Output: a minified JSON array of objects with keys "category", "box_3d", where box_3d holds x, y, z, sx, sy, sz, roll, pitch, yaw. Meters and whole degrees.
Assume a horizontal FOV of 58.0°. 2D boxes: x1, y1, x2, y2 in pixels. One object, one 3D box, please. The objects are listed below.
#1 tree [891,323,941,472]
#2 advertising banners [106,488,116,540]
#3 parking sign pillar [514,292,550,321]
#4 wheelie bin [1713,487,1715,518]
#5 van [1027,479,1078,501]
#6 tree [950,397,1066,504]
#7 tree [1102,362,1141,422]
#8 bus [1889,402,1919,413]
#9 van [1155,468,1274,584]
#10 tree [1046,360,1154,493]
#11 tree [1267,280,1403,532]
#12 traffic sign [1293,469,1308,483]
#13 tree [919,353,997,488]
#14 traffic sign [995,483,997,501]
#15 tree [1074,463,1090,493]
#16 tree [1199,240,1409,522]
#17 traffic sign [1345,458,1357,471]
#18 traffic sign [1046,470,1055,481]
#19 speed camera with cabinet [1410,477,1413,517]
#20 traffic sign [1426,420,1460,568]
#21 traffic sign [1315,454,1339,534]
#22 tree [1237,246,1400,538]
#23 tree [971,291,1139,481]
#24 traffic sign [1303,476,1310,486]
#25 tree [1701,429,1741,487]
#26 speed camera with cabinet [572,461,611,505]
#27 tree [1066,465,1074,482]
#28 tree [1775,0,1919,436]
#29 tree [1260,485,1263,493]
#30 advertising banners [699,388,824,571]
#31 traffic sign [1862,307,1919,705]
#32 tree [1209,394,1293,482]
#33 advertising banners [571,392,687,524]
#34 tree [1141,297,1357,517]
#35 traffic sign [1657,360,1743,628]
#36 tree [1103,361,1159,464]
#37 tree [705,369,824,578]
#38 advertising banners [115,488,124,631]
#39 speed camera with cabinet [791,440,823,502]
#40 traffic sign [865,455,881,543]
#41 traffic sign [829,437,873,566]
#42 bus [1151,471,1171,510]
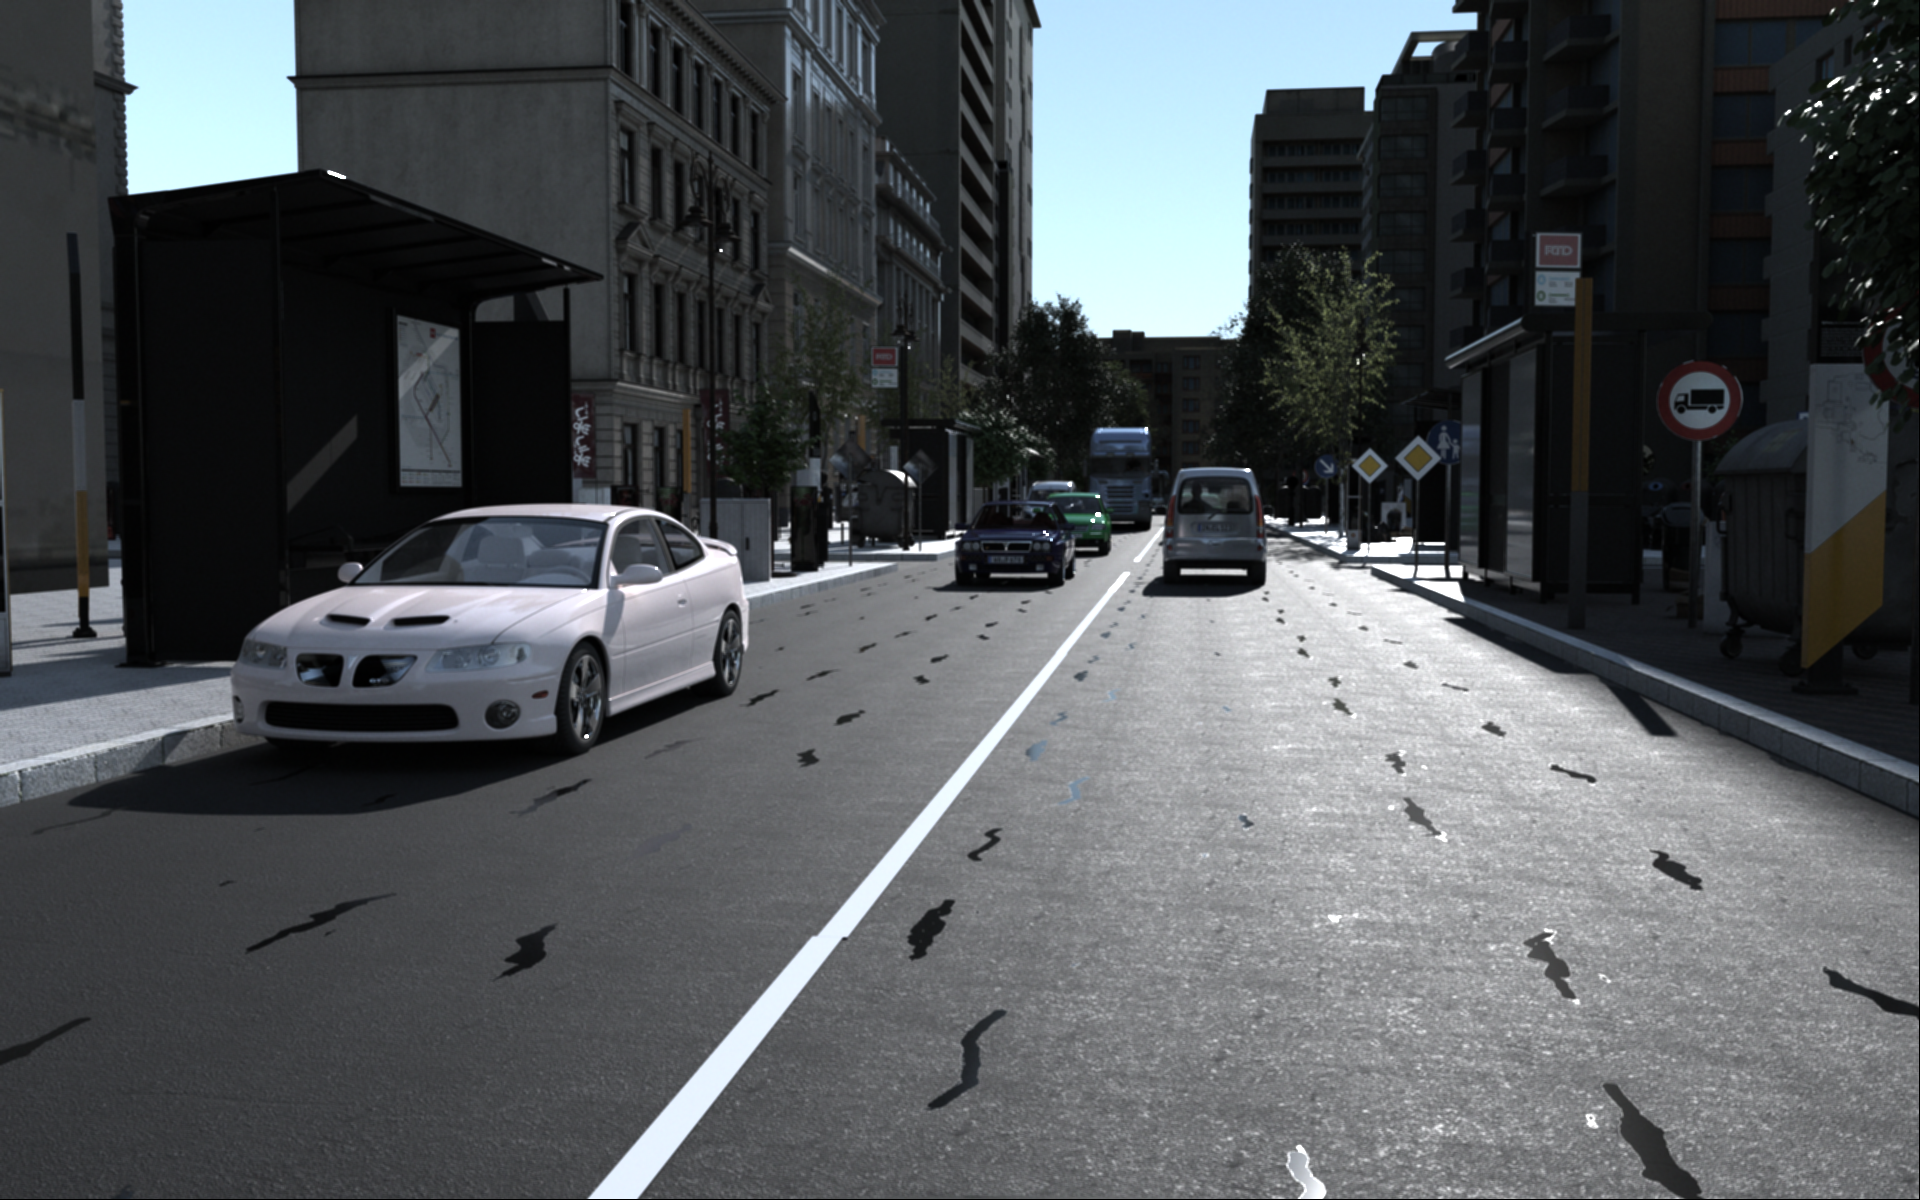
[{"category":"tree","box_3d":[-2.542,-7.436,71.945,4.737,8.622,4.395,0,3,0]},{"category":"advertising banners","box_3d":[-23.772,-3.183,48.232,2.074,3.025,0.090,0,4,2]},{"category":"parking sign pillar","box_3d":[-5.055,-1.935,20.112,1.447,3.967,1.447,-2,4,-29]},{"category":"wheelie bin","box_3d":[21.859,-2.557,49.717,0.693,1.594,0.980,3,5,40]},{"category":"van","box_3d":[2.840,-2.858,53.735,2.013,2.044,4.112,0,4,8]},{"category":"tree","box_3d":[0.822,-4.602,58.957,4.285,4.588,4.351,0,3,0]},{"category":"tree","box_3d":[14.812,-15.213,159.105,12.009,13.543,11.850,0,3,0]},{"category":"bus","box_3d":[23.206,-2.442,31.476,12.252,3.916,2.896,0,4,6]},{"category":"van","box_3d":[4.278,-1.352,29.121,2.013,2.044,4.112,0,4,8]},{"category":"tree","box_3d":[8.257,-10.833,111.529,8.767,10.594,7.601,0,4,3]},{"category":"tree","box_3d":[12.764,-6.637,58.877,4.737,8.622,4.395,0,3,0]},{"category":"traffic sign","box_3d":[16.625,-5.168,84.607,0.768,2.556,0.104,1,4,17]},{"category":"tree","box_3d":[-0.133,-8.521,89.677,4.360,8.622,3.978,0,3,0]},{"category":"traffic sign","box_3d":[1.409,-4.146,67.787,0.884,2.594,0.081,1,4,15]},{"category":"tree","box_3d":[8.474,-8.460,122.031,4.285,4.588,4.351,0,3,0]},{"category":"tree","box_3d":[15.483,-9.867,78.332,9.611,12.733,9.660,0,3,0]},{"category":"traffic sign","box_3d":[14.045,-3.776,61.839,0.768,2.556,0.104,1,4,15]},{"category":"traffic sign","box_3d":[4.327,-5.265,86.180,0.768,2.556,0.104,1,4,15]},{"category":"speed camera with cabinet","box_3d":[25.415,-6.261,96.706,0.660,3.252,2.038,3,5,41]},{"category":"traffic sign","box_3d":[8.412,-1.819,29.850,0.768,2.556,0.104,1,4,9]},{"category":"traffic sign","box_3d":[11.769,-3.394,55.598,0.768,2.556,0.104,1,4,16]},{"category":"tree","box_3d":[10.970,-6.128,50.557,4.360,8.622,3.978,0,3,0]},{"category":"tree","box_3d":[5.409,-11.078,98.138,9.611,12.733,9.660,0,3,0]},{"category":"traffic sign","box_3d":[20.699,-6.387,104.531,0.768,2.556,0.104,1,4,16]},{"category":"tree","box_3d":[22.847,-3.463,51.218,1.663,3.219,1.824,0,3,0]},{"category":"speed camera with cabinet","box_3d":[-10.039,-3.178,46.293,2.038,3.252,0.660,2,4,35]},{"category":"tree","box_3d":[2.800,-5.865,79.605,4.285,4.588,4.351,0,3,0]},{"category":"tree","box_3d":[5.610,-1.498,8.199,4.285,4.588,4.351,0,3,0]},{"category":"tree","box_3d":[25.500,-9.443,148.992,1.663,3.219,1.824,0,3,0]},{"category":"advertising banners","box_3d":[-3.306,-1.991,28.734,2.074,3.025,0.090,0,4,4]},{"category":"traffic sign","box_3d":[5.851,-0.637,10.514,0.768,2.556,0.104,1,4,13]},{"category":"tree","box_3d":[24.378,-13.195,141.492,9.928,11.665,9.643,0,3,0]},{"category":"advertising banners","box_3d":[-5.771,-2.066,29.963,2.074,3.025,0.090,-1,4,-19]},{"category":"tree","box_3d":[17.577,-11.303,95.176,12.009,13.543,11.850,0,3,0]},{"category":"traffic sign","box_3d":[7.022,-1.004,16.526,0.768,2.556,0.104,1,4,11]},{"category":"tree","box_3d":[13.160,-13.986,146.791,7.486,12.596,7.792,0,3,0]},{"category":"tree","box_3d":[-3.116,-1.984,27.047,1.663,3.219,1.824,0,3,0]},{"category":"advertising banners","box_3d":[-7.299,-1.240,16.459,0.090,3.025,2.074,1,4,10]},{"category":"speed camera with cabinet","box_3d":[-5.351,-4.052,60.589,0.660,3.252,2.038,-1,4,-22]},{"category":"traffic sign","box_3d":[-2.356,-2.626,45.070,0.606,2.300,0.079,1,4,8]},{"category":"traffic sign","box_3d":[-1.943,-1.656,30.724,0.795,2.450,0.064,0,4,8]},{"category":"bus","box_3d":[14.677,-8.470,133.337,2.948,3.499,13.247,1,4,9]}]
